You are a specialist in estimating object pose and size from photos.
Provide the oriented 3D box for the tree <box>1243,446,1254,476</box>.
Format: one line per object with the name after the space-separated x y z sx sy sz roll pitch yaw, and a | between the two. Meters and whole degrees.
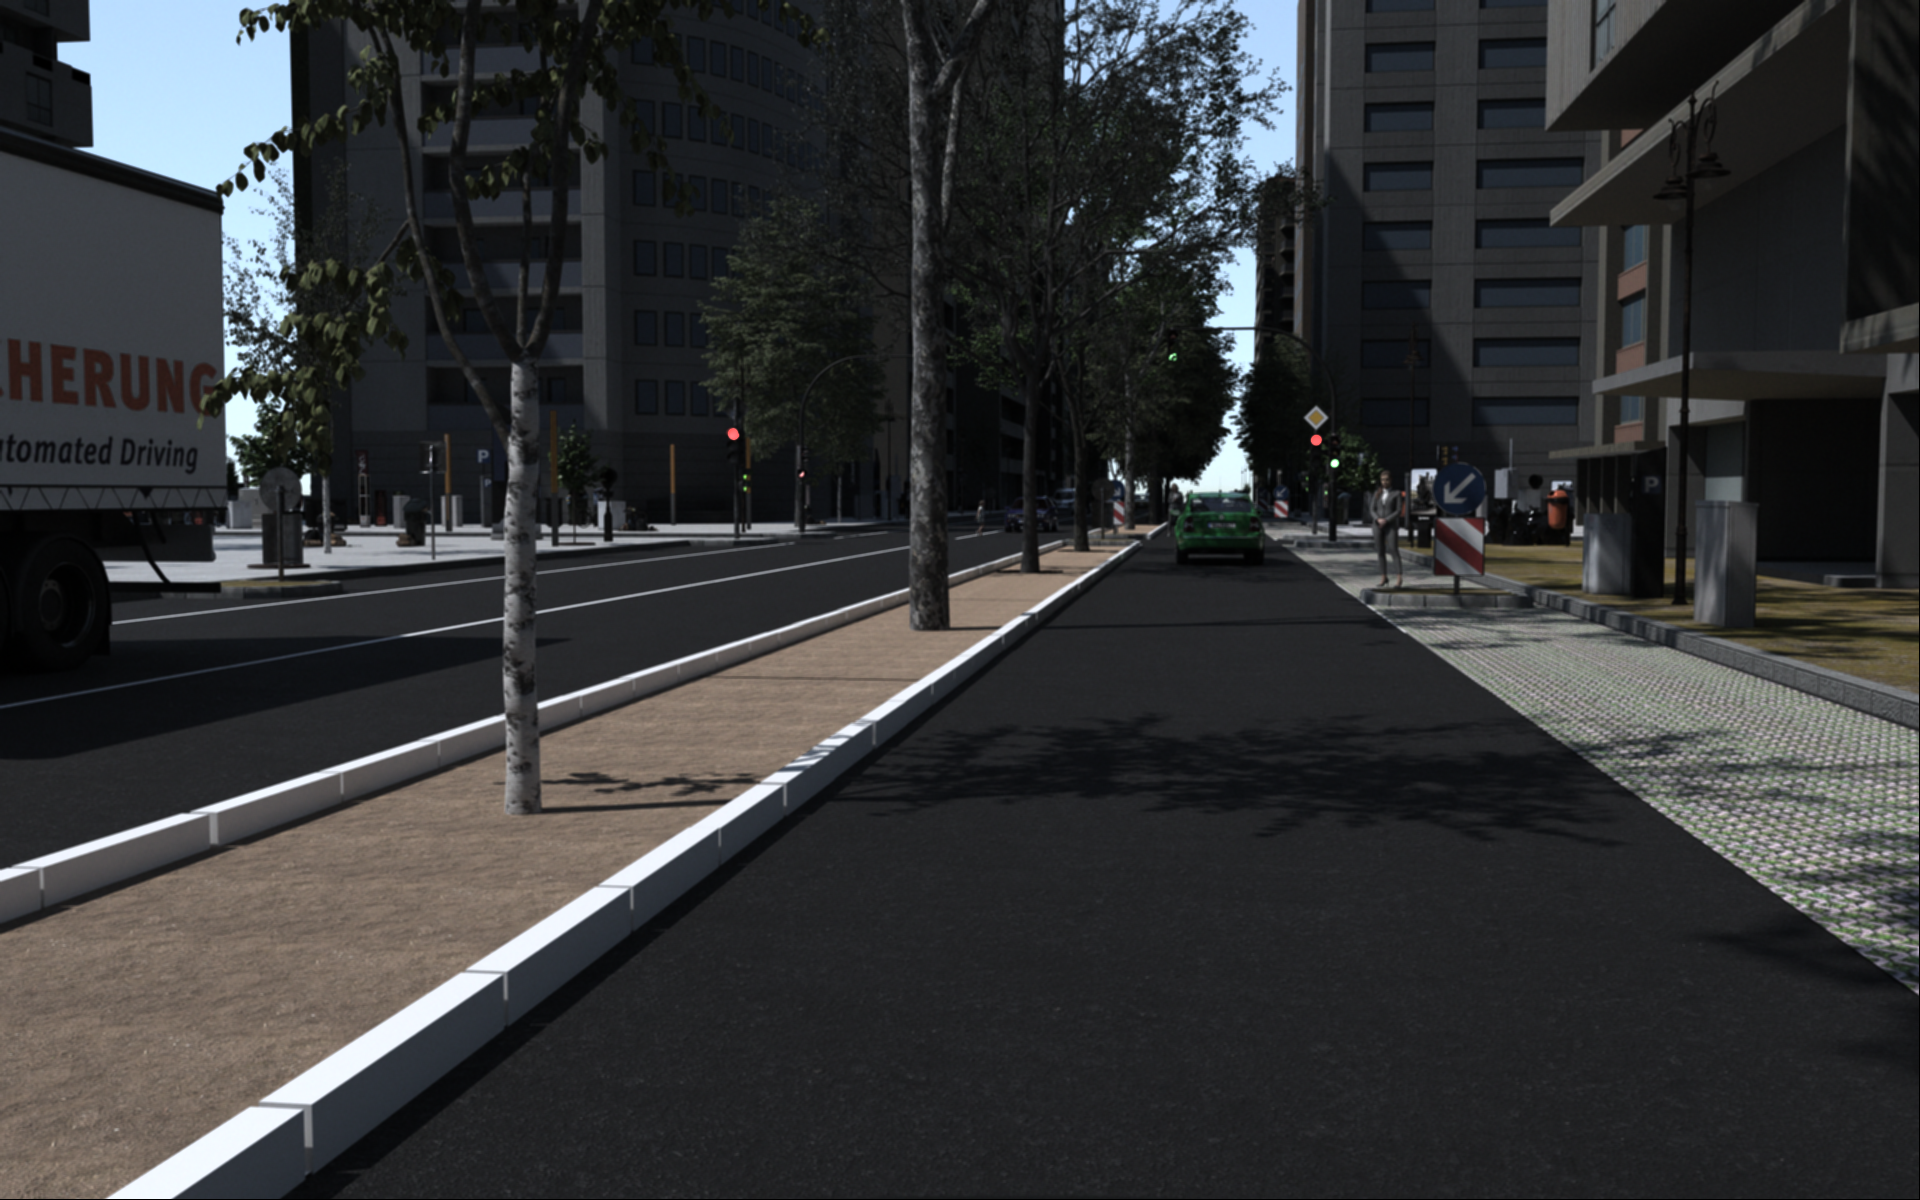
37.339 -16.280 216.545 4.737 8.622 4.395 0 3 0 | tree

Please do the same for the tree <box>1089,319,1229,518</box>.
13.096 -12.465 112.921 9.857 13.997 8.962 0 3 0 | tree

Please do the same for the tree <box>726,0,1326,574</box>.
1.258 -7.234 31.099 12.009 13.543 11.850 0 3 0 | tree

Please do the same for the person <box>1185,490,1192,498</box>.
22.935 -9.990 171.806 1.348 1.831 0.705 1 4 22 | person

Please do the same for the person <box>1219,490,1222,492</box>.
23.912 -9.204 159.004 0.705 1.821 1.348 0 4 -4 | person

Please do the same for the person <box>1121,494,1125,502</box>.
9.686 -5.732 102.028 0.655 1.846 0.447 -2 4 -32 | person

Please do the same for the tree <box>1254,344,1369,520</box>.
18.034 -8.312 86.264 4.737 8.622 4.395 0 3 0 | tree

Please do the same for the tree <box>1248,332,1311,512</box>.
22.661 -12.472 122.039 7.486 12.596 7.792 0 3 0 | tree

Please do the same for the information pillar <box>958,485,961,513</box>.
0.034 -6.880 116.980 0.304 2.012 0.304 1 4 12 | information pillar

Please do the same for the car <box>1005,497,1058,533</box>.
2.723 -3.254 65.789 1.945 1.354 3.894 1 4 9 | car

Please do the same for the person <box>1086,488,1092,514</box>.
9.231 -7.120 124.826 0.656 1.842 0.836 2 4 26 | person

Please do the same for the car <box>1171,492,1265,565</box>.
5.449 -1.703 36.644 1.959 1.807 4.718 0 4 6 | car

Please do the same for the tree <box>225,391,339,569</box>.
-11.982 -2.171 30.101 1.663 3.219 1.824 0 3 0 | tree

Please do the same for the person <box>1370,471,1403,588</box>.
6.525 -1.086 26.528 0.520 1.790 0.573 1 4 17 | person

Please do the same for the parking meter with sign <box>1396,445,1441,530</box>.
16.197 -4.002 61.689 1.738 3.016 0.543 1 4 12 | parking meter with sign

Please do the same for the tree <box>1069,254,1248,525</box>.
8.882 -9.668 78.653 7.486 12.596 7.792 0 3 0 | tree

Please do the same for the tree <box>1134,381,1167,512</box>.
10.853 -8.752 95.906 4.737 8.622 4.395 0 3 0 | tree

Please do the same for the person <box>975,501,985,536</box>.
0.674 -2.776 58.906 0.382 1.210 0.505 0 4 -4 | person

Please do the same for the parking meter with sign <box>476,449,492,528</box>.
-18.228 -4.305 66.652 0.543 3.016 1.738 -1 4 -22 | parking meter with sign

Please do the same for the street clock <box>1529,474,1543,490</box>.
21.272 -3.637 64.028 0.358 2.002 0.471 -2 4 -34 | street clock

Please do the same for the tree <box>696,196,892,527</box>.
-6.644 -9.099 66.888 7.486 12.596 7.792 0 3 0 | tree

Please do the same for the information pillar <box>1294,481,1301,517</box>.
18.661 -5.578 95.698 0.304 2.012 0.304 -1 4 -15 | information pillar

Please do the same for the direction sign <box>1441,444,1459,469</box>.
22.283 -5.313 78.858 0.379 3.537 0.876 -3 5 -41 | direction sign

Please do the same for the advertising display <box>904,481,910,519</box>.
-2.581 -5.070 88.112 0.123 1.923 0.974 2 4 24 | advertising display

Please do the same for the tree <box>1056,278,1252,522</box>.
9.805 -10.261 87.238 9.611 12.733 9.660 0 3 0 | tree

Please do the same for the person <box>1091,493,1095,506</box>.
15.573 -11.921 203.043 1.348 1.869 0.705 1 4 10 | person

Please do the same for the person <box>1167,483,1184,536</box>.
7.339 -3.073 58.925 0.537 1.800 0.526 1 4 16 | person

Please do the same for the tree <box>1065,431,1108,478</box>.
14.364 -16.713 207.676 8.767 10.594 7.601 0 4 6 | tree

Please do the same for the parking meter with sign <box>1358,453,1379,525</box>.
17.452 -4.719 73.412 0.543 3.016 1.738 3 4 37 | parking meter with sign

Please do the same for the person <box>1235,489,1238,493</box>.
20.392 -7.266 127.568 0.850 1.792 0.678 -1 4 -10 | person

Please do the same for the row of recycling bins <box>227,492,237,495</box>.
-47.526 -6.570 114.528 1.069 1.692 3.534 2 4 28 | row of recycling bins

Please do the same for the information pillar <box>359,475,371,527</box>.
-22.914 -3.803 66.669 0.304 2.012 0.304 0 4 7 | information pillar

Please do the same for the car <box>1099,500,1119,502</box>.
15.400 -10.170 178.634 2.083 1.381 4.827 1 4 10 | car

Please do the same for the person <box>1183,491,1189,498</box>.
24.139 -10.660 183.316 1.217 1.766 0.721 1 4 20 | person

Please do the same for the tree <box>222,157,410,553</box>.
-13.901 -5.306 37.108 4.360 8.622 3.978 0 3 0 | tree

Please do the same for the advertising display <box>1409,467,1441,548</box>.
10.998 -2.187 40.968 0.123 1.923 0.974 -2 4 -27 | advertising display

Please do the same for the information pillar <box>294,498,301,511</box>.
-38.942 -5.947 101.733 0.304 2.012 0.304 -3 5 -43 | information pillar

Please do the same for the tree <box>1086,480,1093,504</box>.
17.843 -14.601 233.321 1.663 3.219 1.824 0 3 0 | tree

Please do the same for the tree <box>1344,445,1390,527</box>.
15.876 -4.477 67.797 1.663 3.219 1.824 0 3 0 | tree

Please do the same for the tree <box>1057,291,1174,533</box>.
5.396 -6.534 59.655 4.360 8.622 3.978 0 3 0 | tree

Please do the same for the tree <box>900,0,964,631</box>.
0.761 -9.677 16.566 12.611 20.169 13.585 0 3 0 | tree

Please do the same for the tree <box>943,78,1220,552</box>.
2.910 -6.995 42.589 9.928 11.665 9.643 0 3 0 | tree

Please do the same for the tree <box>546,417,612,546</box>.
-9.597 -3.000 43.645 1.663 3.219 1.824 0 3 0 | tree

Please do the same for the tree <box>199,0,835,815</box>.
-1.961 -3.358 7.730 4.737 8.622 4.395 0 3 0 | tree

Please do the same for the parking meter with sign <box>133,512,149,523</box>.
-35.968 -4.929 76.845 0.543 3.016 1.738 1 4 16 | parking meter with sign

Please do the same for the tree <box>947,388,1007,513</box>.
1.463 -10.363 119.803 4.360 8.622 3.978 0 3 0 | tree

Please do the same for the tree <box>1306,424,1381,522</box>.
18.044 -5.974 81.388 4.285 4.588 4.351 0 3 0 | tree

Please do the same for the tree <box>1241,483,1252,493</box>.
44.185 -16.683 267.369 1.663 3.219 1.824 0 3 0 | tree

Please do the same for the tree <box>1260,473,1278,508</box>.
28.747 -10.140 160.385 1.663 3.219 1.824 0 3 0 | tree

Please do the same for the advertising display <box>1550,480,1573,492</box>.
27.148 -4.461 78.157 0.974 1.923 0.123 2 4 33 | advertising display

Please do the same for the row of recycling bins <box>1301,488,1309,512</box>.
24.900 -7.236 125.413 1.069 1.692 3.534 1 4 9 | row of recycling bins

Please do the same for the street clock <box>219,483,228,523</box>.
-32.682 -4.410 76.666 0.471 2.002 0.358 -3 4 -39 | street clock

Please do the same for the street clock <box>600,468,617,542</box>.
-9.483 -2.574 46.657 0.471 2.002 0.358 1 4 9 | street clock
